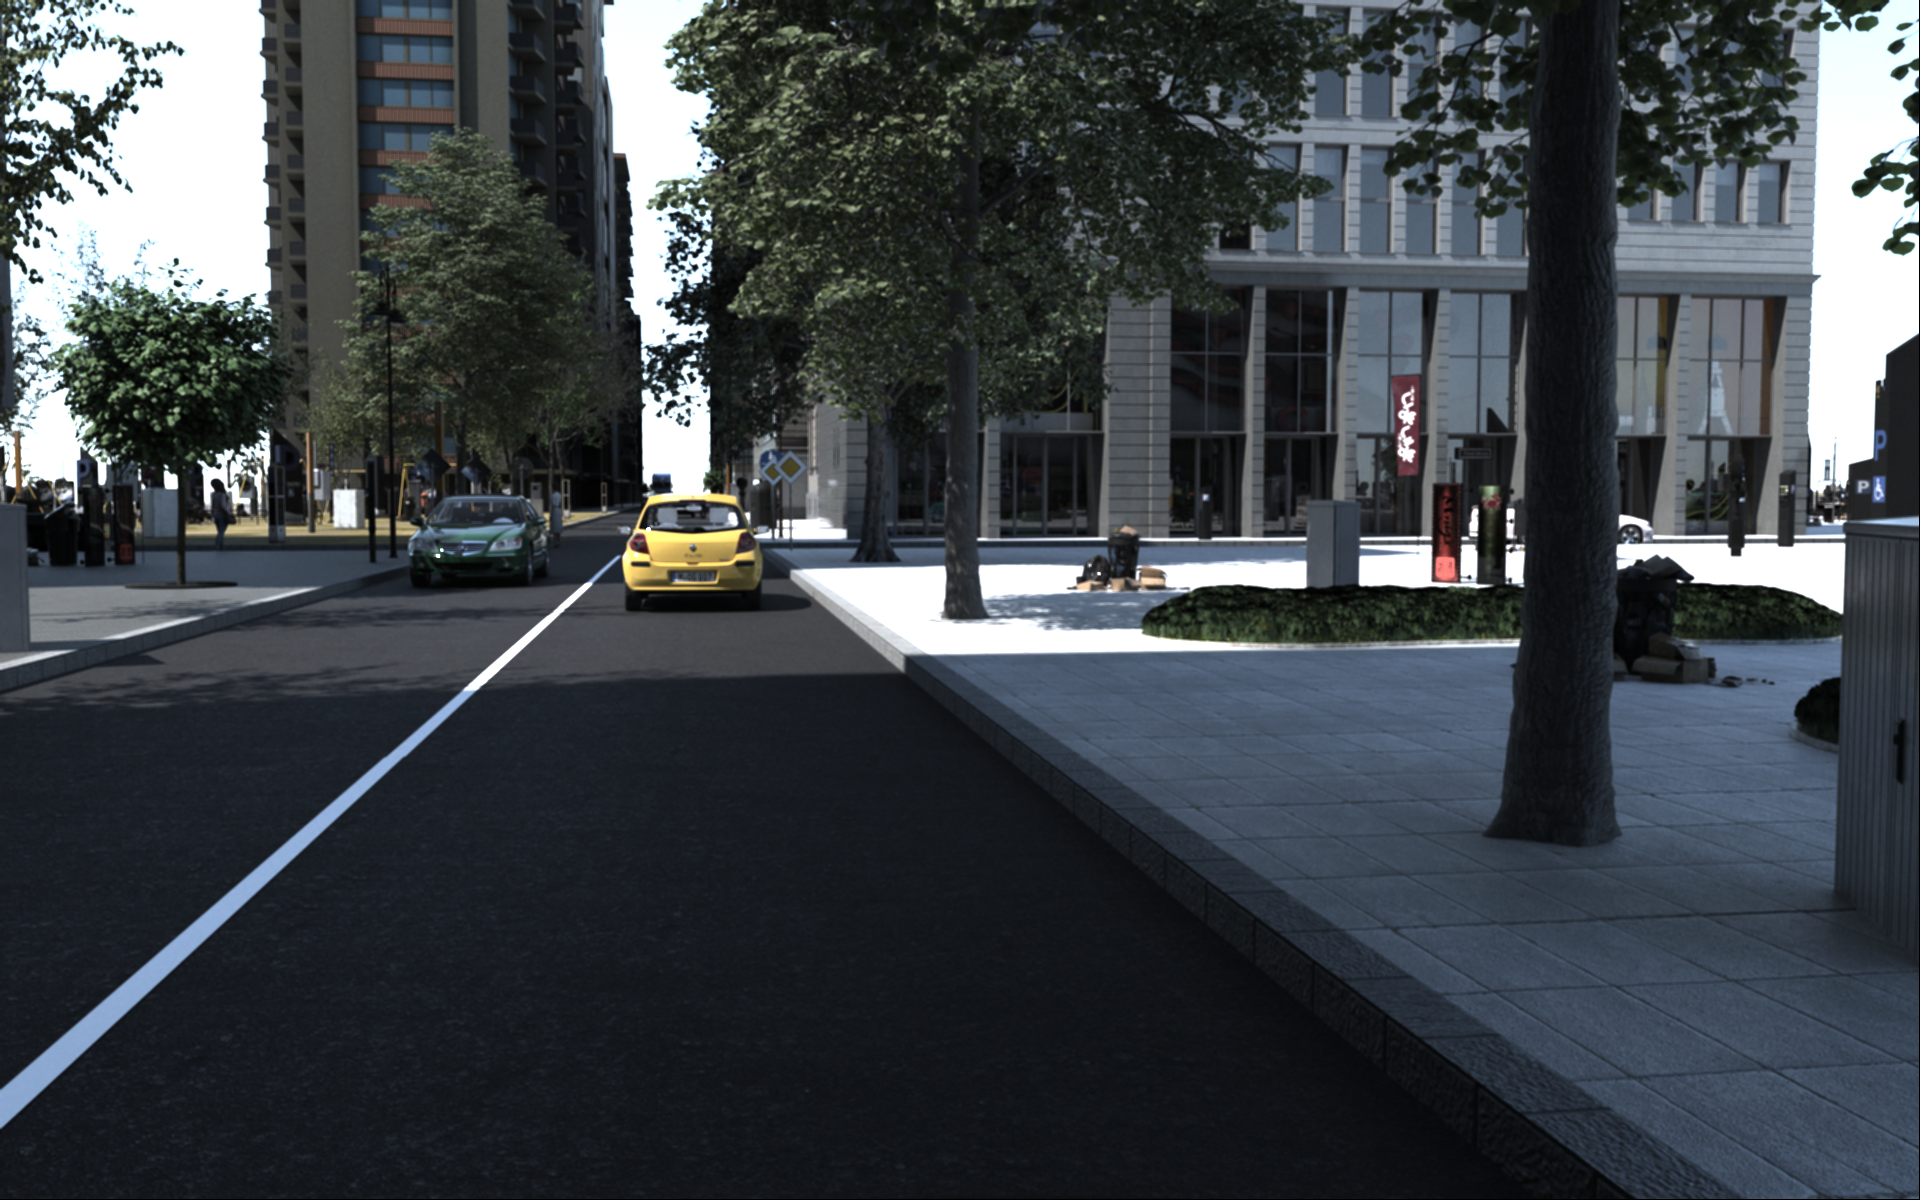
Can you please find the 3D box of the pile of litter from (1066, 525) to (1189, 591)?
[{"bbox_3d":[2.299,-0.572,23.310,1.719,0.858,1.176,0,4,6],"label":"pile of litter"}]

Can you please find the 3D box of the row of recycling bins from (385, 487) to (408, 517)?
[{"bbox_3d":[-32.462,-5.601,98.682,3.534,1.692,1.069,1,4,17],"label":"row of recycling bins"}]

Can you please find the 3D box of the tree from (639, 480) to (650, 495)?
[{"bbox_3d":[-44.623,-15.375,245.980,1.663,3.219,1.824,0,3,0],"label":"tree"}]

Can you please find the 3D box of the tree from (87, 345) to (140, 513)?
[{"bbox_3d":[-38.705,-7.898,79.498,4.360,8.622,3.978,0,3,0],"label":"tree"}]

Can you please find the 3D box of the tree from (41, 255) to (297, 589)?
[{"bbox_3d":[-10.858,-2.457,23.887,4.285,4.588,4.351,0,3,0],"label":"tree"}]

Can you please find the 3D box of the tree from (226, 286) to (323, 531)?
[{"bbox_3d":[-24.444,-6.738,60.534,4.360,8.622,3.978,0,3,0],"label":"tree"}]

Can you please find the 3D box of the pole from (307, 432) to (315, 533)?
[{"bbox_3d":[-21.506,-3.886,57.374,0.158,3.312,0.155,0,3,0],"label":"pole"}]

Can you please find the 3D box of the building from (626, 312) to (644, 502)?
[{"bbox_3d":[-56.149,-30.264,266.515,14.160,30.474,14.107,-1,4,-9],"label":"building"}]

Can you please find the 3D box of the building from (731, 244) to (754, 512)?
[{"bbox_3d":[-10.459,-22.063,132.425,14.160,30.474,14.107,-1,4,-9],"label":"building"}]

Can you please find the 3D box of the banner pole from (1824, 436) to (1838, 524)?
[{"bbox_3d":[38.084,-5.228,75.493,0.401,3.779,0.863,1,4,19],"label":"banner pole"}]

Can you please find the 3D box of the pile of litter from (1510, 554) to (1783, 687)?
[{"bbox_3d":[4.749,0.112,12.136,1.176,0.858,1.719,-2,4,-33],"label":"pile of litter"}]

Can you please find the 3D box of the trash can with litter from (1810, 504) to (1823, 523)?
[{"bbox_3d":[35.876,-3.777,73.137,1.055,1.170,0.624,2,4,30],"label":"trash can with litter"}]

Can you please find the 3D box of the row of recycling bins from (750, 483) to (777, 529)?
[{"bbox_3d":[-7.342,-3.523,64.714,1.069,1.692,3.534,0,4,-5],"label":"row of recycling bins"}]

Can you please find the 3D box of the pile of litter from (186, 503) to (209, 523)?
[{"bbox_3d":[-34.457,-3.890,77.565,1.176,0.858,1.719,0,4,-2],"label":"pile of litter"}]

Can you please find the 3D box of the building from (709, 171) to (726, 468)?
[{"bbox_3d":[-22.071,-35.259,231.105,22.147,44.769,28.867,-1,4,-9],"label":"building"}]

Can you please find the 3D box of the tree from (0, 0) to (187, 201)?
[{"bbox_3d":[-10.340,-4.129,17.875,4.737,8.622,4.395,0,3,0],"label":"tree"}]

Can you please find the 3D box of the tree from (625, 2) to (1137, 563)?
[{"bbox_3d":[-1.496,-7.071,32.612,9.611,12.733,9.660,0,3,0],"label":"tree"}]

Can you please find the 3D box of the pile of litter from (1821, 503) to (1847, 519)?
[{"bbox_3d":[44.637,-4.519,87.848,1.176,0.858,1.719,-3,4,-36],"label":"pile of litter"}]

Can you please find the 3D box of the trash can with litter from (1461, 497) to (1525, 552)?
[{"bbox_3d":[12.344,-1.713,39.064,2.233,1.210,1.678,0,4,8],"label":"trash can with litter"}]

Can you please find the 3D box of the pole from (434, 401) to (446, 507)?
[{"bbox_3d":[-11.472,-2.715,38.235,0.158,3.312,0.155,0,3,0],"label":"pole"}]

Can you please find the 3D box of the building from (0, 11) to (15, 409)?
[{"bbox_3d":[-23.853,-20.955,26.212,14.086,41.232,14.154,-1,4,-9],"label":"building"}]

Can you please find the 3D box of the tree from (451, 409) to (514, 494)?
[{"bbox_3d":[-30.855,-9.952,113.081,4.737,8.622,4.395,0,3,0],"label":"tree"}]

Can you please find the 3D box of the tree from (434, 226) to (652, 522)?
[{"bbox_3d":[-18.981,-10.366,79.859,12.009,13.543,11.850,0,3,0],"label":"tree"}]

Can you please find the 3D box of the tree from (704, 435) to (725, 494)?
[{"bbox_3d":[-29.642,-16.083,213.317,4.360,8.622,3.978,0,3,0],"label":"tree"}]

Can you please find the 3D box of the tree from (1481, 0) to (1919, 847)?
[{"bbox_3d":[2.178,-5.410,6.586,7.486,12.596,7.792,0,3,0],"label":"tree"}]

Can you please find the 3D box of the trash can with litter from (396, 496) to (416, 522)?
[{"bbox_3d":[-25.943,-4.253,80.916,1.055,1.170,0.624,2,4,27],"label":"trash can with litter"}]

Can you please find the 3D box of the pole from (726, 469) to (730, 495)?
[{"bbox_3d":[-14.985,-7.219,111.873,0.158,3.312,0.155,0,3,0],"label":"pole"}]

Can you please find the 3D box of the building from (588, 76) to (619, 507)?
[{"bbox_3d":[-43.414,-32.499,181.477,14.600,45.320,14.200,-1,4,-9],"label":"building"}]

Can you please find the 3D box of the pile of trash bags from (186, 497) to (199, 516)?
[{"bbox_3d":[-42.955,-5.161,94.130,3.447,1.369,1.912,0,4,8],"label":"pile of trash bags"}]

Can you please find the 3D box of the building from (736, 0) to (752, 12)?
[{"bbox_3d":[-8.962,-30.565,154.366,22.147,44.769,28.867,-1,4,-9],"label":"building"}]

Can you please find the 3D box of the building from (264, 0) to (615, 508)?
[{"bbox_3d":[-46.660,-34.886,159.629,28.713,52.752,27.495,-1,4,-9],"label":"building"}]

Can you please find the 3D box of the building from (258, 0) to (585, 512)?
[{"bbox_3d":[-40.159,-29.198,132.013,22.147,44.769,28.867,-1,4,-9],"label":"building"}]

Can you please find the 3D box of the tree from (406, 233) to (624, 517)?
[{"bbox_3d":[-17.856,-8.736,68.594,9.928,11.665,9.643,0,3,0],"label":"tree"}]

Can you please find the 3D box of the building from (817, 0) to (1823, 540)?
[{"bbox_3d":[10.542,-16.986,55.206,29.804,29.767,11.434,-1,4,-9],"label":"building"}]

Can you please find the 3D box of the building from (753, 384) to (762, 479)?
[{"bbox_3d":[-8.056,-15.829,113.561,10.420,20.320,16.860,-1,4,-9],"label":"building"}]

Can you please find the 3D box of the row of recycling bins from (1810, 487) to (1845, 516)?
[{"bbox_3d":[50.594,-5.715,100.553,3.534,1.692,1.069,1,4,16],"label":"row of recycling bins"}]

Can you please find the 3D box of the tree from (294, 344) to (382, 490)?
[{"bbox_3d":[-29.571,-8.138,83.424,4.737,8.622,4.395,0,3,0],"label":"tree"}]

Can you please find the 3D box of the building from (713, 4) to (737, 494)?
[{"bbox_3d":[-26.300,-49.932,254.631,20.563,71.187,20.611,-1,4,-9],"label":"building"}]

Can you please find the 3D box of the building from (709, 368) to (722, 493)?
[{"bbox_3d":[-32.350,-30.628,272.467,14.160,30.474,14.107,-1,4,-9],"label":"building"}]

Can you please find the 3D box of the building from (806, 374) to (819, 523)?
[{"bbox_3d":[0.304,-17.541,74.189,14.401,28.519,23.554,-1,4,-9],"label":"building"}]

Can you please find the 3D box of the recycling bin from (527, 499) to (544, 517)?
[{"bbox_3d":[-20.887,-4.443,85.193,0.722,1.027,0.722,-1,4,-20],"label":"recycling bin"}]

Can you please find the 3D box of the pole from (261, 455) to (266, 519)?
[{"bbox_3d":[-36.357,-5.904,90.370,0.158,3.312,0.155,0,3,0],"label":"pole"}]

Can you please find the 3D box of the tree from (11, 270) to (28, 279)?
[{"bbox_3d":[-28.128,-6.060,49.441,4.360,8.622,3.978,0,3,0],"label":"tree"}]

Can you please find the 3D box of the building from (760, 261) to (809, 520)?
[{"bbox_3d":[-5.941,-15.037,95.006,9.793,20.994,18.267,-1,4,-9],"label":"building"}]

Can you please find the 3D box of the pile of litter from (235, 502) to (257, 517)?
[{"bbox_3d":[-39.777,-5.030,96.205,1.176,0.858,1.719,-3,5,-39],"label":"pile of litter"}]

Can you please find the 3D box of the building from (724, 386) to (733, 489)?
[{"bbox_3d":[-10.836,-20.729,183.963,27.650,21.520,28.899,-1,4,-9],"label":"building"}]

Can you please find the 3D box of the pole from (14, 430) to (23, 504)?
[{"bbox_3d":[-30.048,-3.758,55.294,0.158,3.312,0.155,0,3,0],"label":"pole"}]

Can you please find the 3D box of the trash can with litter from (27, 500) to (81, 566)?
[{"bbox_3d":[-16.392,-1.206,31.111,1.055,1.170,0.624,-2,4,-30],"label":"trash can with litter"}]

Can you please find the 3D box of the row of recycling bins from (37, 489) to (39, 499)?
[{"bbox_3d":[-53.524,-5.586,98.442,1.069,1.692,3.534,0,4,0],"label":"row of recycling bins"}]

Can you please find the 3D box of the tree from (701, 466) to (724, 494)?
[{"bbox_3d":[-29.035,-13.514,204.675,4.285,4.588,4.351,0,3,0],"label":"tree"}]

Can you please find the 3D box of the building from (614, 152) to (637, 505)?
[{"bbox_3d":[-52.117,-34.303,215.480,22.147,44.769,28.867,-1,4,-9],"label":"building"}]
